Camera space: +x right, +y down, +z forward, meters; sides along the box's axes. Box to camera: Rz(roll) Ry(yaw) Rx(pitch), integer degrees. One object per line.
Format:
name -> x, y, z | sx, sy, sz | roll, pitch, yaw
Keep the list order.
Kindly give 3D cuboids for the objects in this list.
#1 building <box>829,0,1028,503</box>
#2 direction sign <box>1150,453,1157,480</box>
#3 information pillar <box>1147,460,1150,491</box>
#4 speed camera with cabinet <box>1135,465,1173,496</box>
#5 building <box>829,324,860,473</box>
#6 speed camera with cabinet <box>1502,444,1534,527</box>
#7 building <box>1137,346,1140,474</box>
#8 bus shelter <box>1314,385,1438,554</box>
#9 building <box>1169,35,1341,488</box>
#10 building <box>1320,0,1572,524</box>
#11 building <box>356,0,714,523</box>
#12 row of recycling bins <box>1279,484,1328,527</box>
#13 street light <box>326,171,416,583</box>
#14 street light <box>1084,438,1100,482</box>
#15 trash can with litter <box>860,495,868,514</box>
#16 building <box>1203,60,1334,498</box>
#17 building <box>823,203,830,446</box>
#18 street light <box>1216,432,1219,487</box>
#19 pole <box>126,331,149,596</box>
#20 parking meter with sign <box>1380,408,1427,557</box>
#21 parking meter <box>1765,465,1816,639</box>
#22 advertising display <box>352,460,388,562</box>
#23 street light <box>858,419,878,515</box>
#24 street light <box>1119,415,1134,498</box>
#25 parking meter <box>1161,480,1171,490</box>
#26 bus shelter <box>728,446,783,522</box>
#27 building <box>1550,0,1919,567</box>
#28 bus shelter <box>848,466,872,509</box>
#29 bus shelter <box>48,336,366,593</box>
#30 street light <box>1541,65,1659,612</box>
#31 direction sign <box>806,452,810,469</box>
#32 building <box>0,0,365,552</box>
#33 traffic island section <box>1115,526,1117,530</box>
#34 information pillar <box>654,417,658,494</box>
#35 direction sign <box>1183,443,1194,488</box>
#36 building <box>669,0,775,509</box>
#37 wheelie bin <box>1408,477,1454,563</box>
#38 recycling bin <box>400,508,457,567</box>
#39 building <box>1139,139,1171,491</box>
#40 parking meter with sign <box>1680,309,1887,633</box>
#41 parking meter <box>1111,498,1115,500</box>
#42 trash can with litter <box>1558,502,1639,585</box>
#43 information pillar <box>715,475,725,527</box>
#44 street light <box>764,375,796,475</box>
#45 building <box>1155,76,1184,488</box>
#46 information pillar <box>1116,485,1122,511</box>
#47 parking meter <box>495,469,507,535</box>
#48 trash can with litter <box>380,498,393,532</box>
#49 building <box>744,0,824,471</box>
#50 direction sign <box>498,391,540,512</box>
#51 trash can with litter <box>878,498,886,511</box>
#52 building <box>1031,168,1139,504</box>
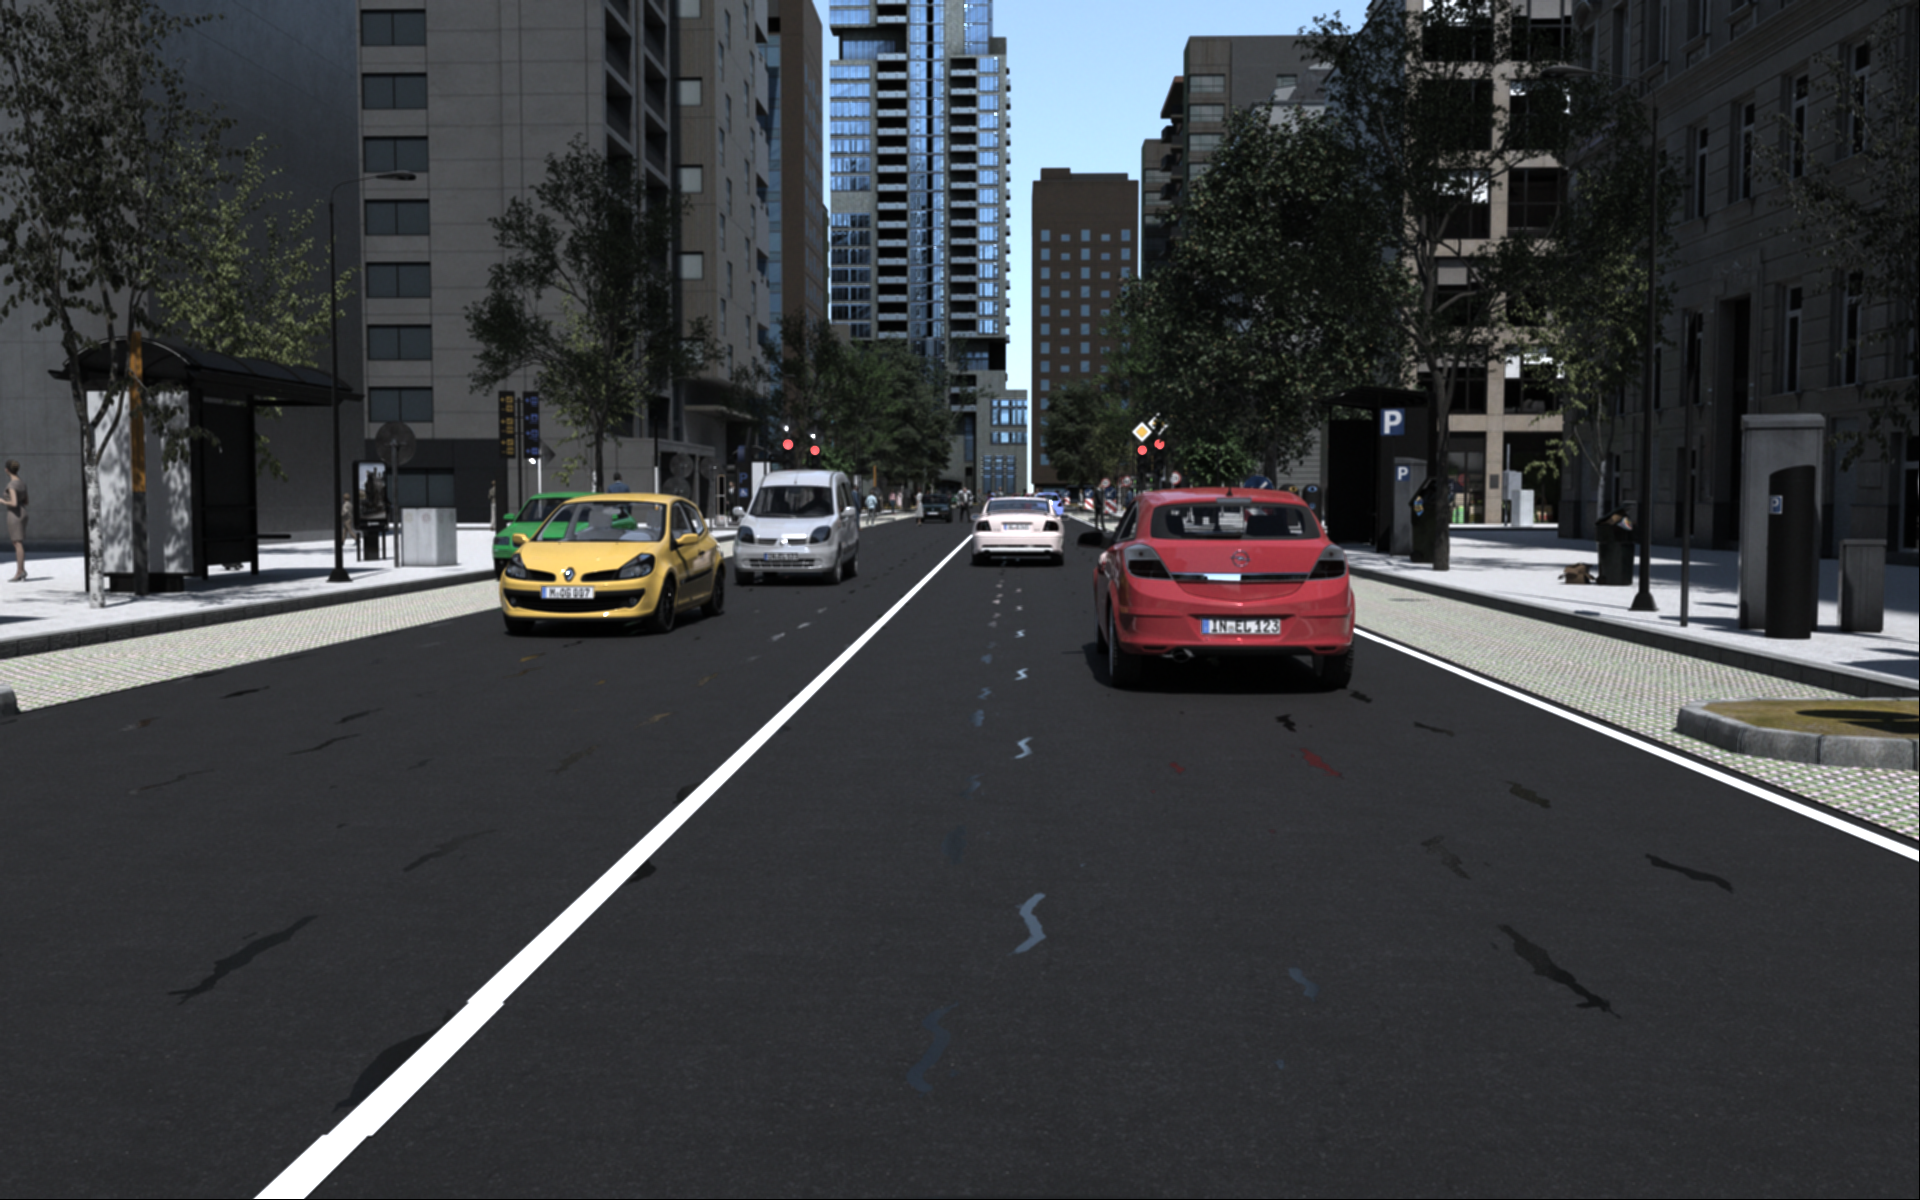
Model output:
building -> -6.000, -56.936, 243.576 | 31.000, 86.520, 22.319 | 0, 4, 2
direction sign -> 10.827, -6.402, 96.673 | 0.379, 3.537, 0.876 | 2, 4, 34
information pillar -> 13.084, -7.897, 120.471 | 0.183, 3.616, 0.504 | -1, 4, -10
speed camera with cabinet -> 10.530, -6.097, 94.028 | 2.038, 3.252, 0.660 | -1, 4, -18
building -> -27.029, -21.592, 198.067 | 28.899, 21.520, 27.650 | 0, 4, 2
speed camera with cabinet -> 21.821, -4.486, 67.687 | 0.660, 3.252, 2.038 | 0, 4, -1
building -> 31.228, -28.663, 240.341 | 14.107, 30.474, 14.160 | 0, 4, 2
bus shelter -> 9.621, -3.004, 40.400 | 1.731, 3.624, 6.357 | 0, 4, 2
building -> 27.186, -29.044, 158.468 | 14.154, 41.232, 14.086 | 0, 4, 2
building -> 36.074, -17.001, 82.487 | 34.151, 26.468, 19.350 | 0, 4, 2
building -> -23.109, -39.507, 84.192 | 20.563, 71.187, 20.611 | 0, 4, 2
row of recycling bins -> 14.348, -3.756, 68.530 | 3.534, 1.692, 1.069 | 1, 4, 11
street light -> -8.518, -3.213, 25.076 | 1.470, 5.913, 1.316 | 0, 4, 2
street light -> 10.902, -10.388, 142.378 | 1.470, 5.913, 1.316 | 0, 4, 2
trash can with litter -> -6.753, -6.521, 117.670 | 2.233, 1.210, 1.678 | 3, 4, 38
building -> 24.815, -21.339, 126.381 | 11.434, 29.767, 29.804 | 0, 4, 2
building -> -20.137, -24.064, 165.145 | 14.160, 30.474, 14.107 | 0, 4, 2
street light -> 8.274, -5.300, 59.196 | 1.470, 5.913, 1.316 | 0, 4, 2
pole -> -10.354, -1.710, 21.805 | 0.158, 3.312, 0.155 | 0, 3, 0
parking meter with sign -> 9.405, -2.434, 36.064 | 0.543, 3.016, 1.738 | 3, 5, 42
parking meter -> 7.389, -0.428, 15.415 | 0.372, 1.533, 0.369 | 0, 3, 0
advertising display -> -11.339, -1.719, 33.317 | 0.123, 1.923, 0.974 | 1, 4, 14
street light -> -5.781, -8.279, 107.896 | 1.470, 5.913, 1.316 | 0, 4, 2
street light -> 9.546, -7.837, 100.682 | 1.470, 5.913, 1.316 | 0, 4, 2
parking meter -> 8.844, -4.200, 74.377 | 0.255, 1.863, 0.399 | -2, 4, -27
bus shelter -> -8.591, -4.959, 75.005 | 2.014, 3.302, 5.546 | 0, 4, 2
building -> 22.757, -14.701, 37.620 | 12.463, 27.353, 25.104 | 0, 4, 2
bus shelter -> -7.463, -7.845, 122.191 | 2.014, 3.302, 5.546 | 0, 4, 2
bus shelter -> -10.600, -1.901, 25.013 | 2.014, 3.302, 5.546 | 0, 4, 2
street light -> 6.997, -2.838, 18.938 | 1.470, 5.913, 1.316 | 0, 4, 2
direction sign -> -8.195, -6.198, 93.330 | 0.379, 3.537, 0.876 | -1, 4, -15
building -> -32.404, -13.811, 44.870 | 30.058, 24.678, 14.314 | 0, 4, 2
traffic island section -> 7.081, -2.761, 67.429 | 2.009, 0.180, 2.903 | 0, 4, 2
information pillar -> -9.317, -3.778, 53.132 | 0.183, 3.616, 0.504 | -1, 4, -11
direction sign -> 10.171, -5.176, 76.627 | 0.379, 3.537, 0.876 | -3, 4, -39
building -> -28.322, -32.574, 121.822 | 28.713, 52.752, 27.495 | 0, 4, 2
wheelie bin -> 8.773, -1.487, 32.229 | 0.693, 1.594, 0.980 | 2, 4, 31
recycling bin -> -9.457, -1.119, 30.845 | 0.722, 1.027, 0.722 | 1, 4, 15
building -> 27.949, -31.711, 202.063 | 14.154, 41.232, 14.086 | 0, 4, 2
parking meter with sign -> 7.773, -1.230, 16.367 | 1.738, 3.016, 0.543 | 1, 4, 21
parking meter -> 10.773, -6.974, 122.437 | 0.372, 1.533, 0.369 | 0, 3, 0
trash can with litter -> 8.998, -0.798, 24.433 | 1.055, 1.170, 0.624 | 3, 4, 36
information pillar -> -9.399, -3.880, 67.929 | 0.304, 2.012, 0.304 | -2, 4, -29
street light -> -7.074, -5.816, 67.639 | 1.470, 5.913, 1.316 | 0, 4, 2
building -> 32.264, -32.148, 180.251 | 22.147, 44.769, 28.867 | 0, 4, 2
information pillar -> 12.287, -7.905, 133.735 | 0.304, 2.012, 0.304 | -3, 5, -41
parking meter -> -10.707, -2.121, 40.397 | 0.255, 1.863, 0.399 | -1, 4, -15
trash can with litter -> -19.755, -2.897, 58.754 | 0.624, 1.170, 1.055 | 1, 4, 23
building -> -19.476, -30.567, 149.873 | 14.600, 45.320, 14.200 | 0, 4, 2
direction sign -> -9.710, -2.827, 38.215 | 0.876, 3.537, 0.379 | -2, 4, -27
trash can with litter -> -6.324, -7.565, 135.073 | 0.624, 1.170, 1.055 | 3, 5, 42
building -> 17.084, -36.105, 240.427 | 14.200, 45.320, 14.600 | 0, 4, 2
